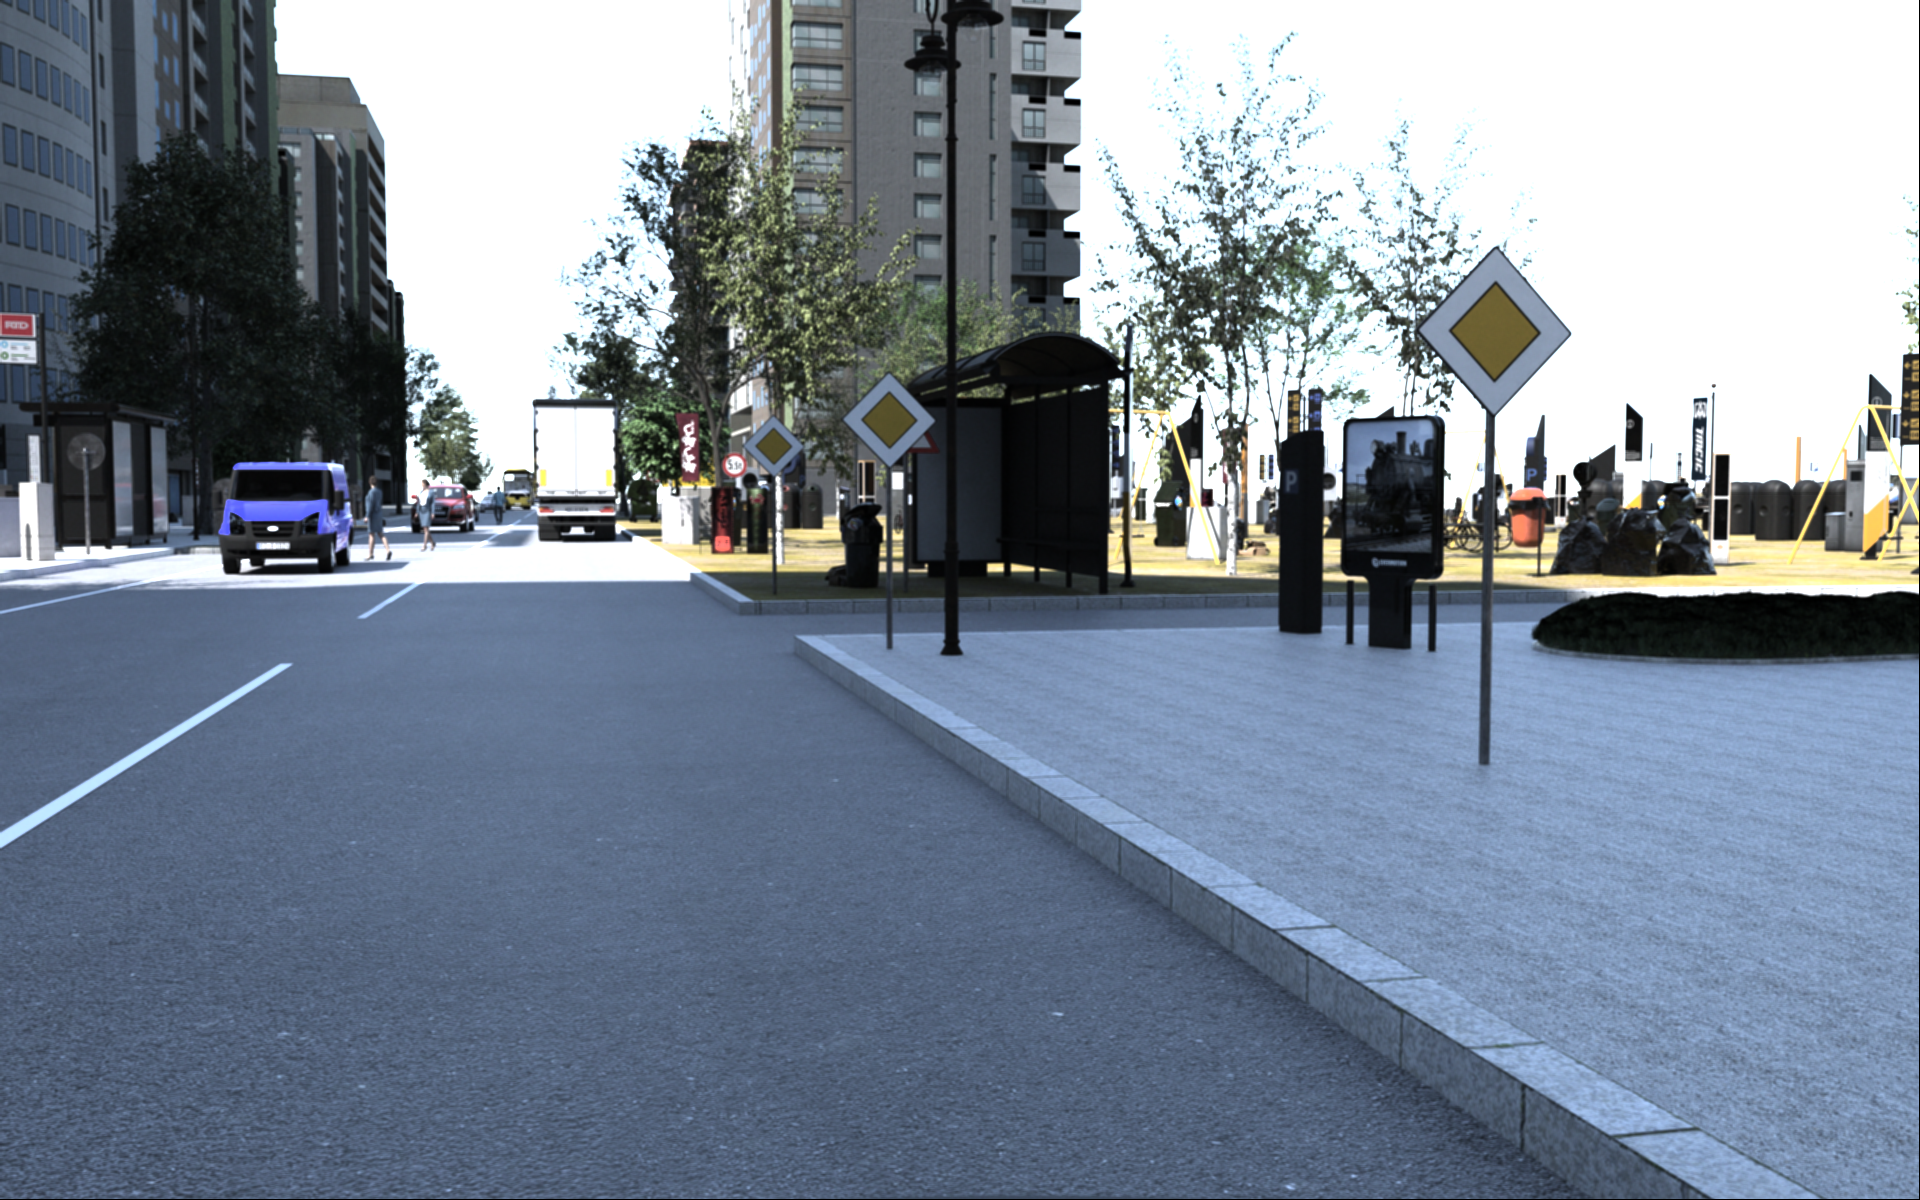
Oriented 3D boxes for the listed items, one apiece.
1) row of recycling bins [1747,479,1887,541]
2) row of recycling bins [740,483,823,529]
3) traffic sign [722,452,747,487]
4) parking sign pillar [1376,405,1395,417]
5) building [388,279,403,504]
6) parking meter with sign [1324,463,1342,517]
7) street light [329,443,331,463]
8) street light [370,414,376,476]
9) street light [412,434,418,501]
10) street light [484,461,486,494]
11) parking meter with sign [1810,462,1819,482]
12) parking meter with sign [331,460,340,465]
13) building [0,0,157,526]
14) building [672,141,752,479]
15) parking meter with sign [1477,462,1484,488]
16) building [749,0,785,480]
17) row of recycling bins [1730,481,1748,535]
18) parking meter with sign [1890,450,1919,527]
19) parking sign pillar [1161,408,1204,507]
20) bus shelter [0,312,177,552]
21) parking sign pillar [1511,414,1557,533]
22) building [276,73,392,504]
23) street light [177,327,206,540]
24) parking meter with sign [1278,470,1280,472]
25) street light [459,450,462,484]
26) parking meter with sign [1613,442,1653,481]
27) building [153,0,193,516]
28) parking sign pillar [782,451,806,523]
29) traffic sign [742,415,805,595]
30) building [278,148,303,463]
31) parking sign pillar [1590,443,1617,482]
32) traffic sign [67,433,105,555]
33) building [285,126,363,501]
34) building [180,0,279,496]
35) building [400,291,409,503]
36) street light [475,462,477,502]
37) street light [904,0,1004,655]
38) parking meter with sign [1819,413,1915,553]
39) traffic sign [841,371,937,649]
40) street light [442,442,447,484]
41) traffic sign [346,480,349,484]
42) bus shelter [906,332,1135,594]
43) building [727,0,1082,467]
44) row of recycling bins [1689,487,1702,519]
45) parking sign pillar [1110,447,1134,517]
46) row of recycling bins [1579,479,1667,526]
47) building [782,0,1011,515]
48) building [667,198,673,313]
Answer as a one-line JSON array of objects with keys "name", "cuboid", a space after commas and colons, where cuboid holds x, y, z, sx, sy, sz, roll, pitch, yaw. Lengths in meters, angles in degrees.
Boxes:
[{"name": "row of recycling bins", "cuboid": [23.840, -2.492, 47.853, 3.534, 1.692, 1.069, 0, 4, -2]}, {"name": "row of recycling bins", "cuboid": [-6.746, -3.483, 64.064, 3.534, 1.692, 1.069, 1, 4, 14]}, {"name": "traffic sign", "cuboid": [-6.904, -3.241, 53.102, 0.768, 2.556, 0.104, -1, 4, -12]}, {"name": "parking sign pillar", "cuboid": [12.438, -3.910, 52.393, 1.447, 3.967, 1.447, 0, 4, 6]}, {"name": "building", "cuboid": [-80.106, -27.543, 222.021, 14.160, 30.474, 14.107, -1, 4, -13]}, {"name": "parking meter with sign", "cuboid": [20.710, -6.143, 96.694, 0.543, 3.016, 1.738, -1, 4, -19]}, {"name": "street light", "cuboid": [-27.920, -6.358, 76.748, 0.468, 5.910, 1.993, -1, 4, -13]}, {"name": "street light", "cuboid": [-31.863, -7.418, 94.070, 0.468, 5.910, 1.993, -1, 4, -13]}, {"name": "street light", "cuboid": [-38.350, -9.143, 122.281, 0.468, 5.910, 1.993, -1, 4, -13]}, {"name": "street light", "cuboid": [-63.731, -15.895, 232.667, 0.468, 5.910, 1.993, -1, 4, -13]}, {"name": "parking meter with sign", "cuboid": [46.310, -5.893, 92.615, 0.543, 3.016, 1.738, -1, 4, -19]}, {"name": "parking meter with sign", "cuboid": [-32.392, -5.643, 88.523, 1.738, 3.016, 0.543, 3, 5, 40]}, {"name": "building", "cuboid": [-46.550, -32.197, 68.427, 21.231, 58.520, 28.212, -1, 4, -13]}, {"name": "building", "cuboid": [-22.761, -34.163, 213.183, 22.147, 44.769, 28.867, -1, 4, -13]}, {"name": "parking meter with sign", "cuboid": [28.766, -5.938, 93.355, 0.543, 3.016, 1.738, -3, 5, -43]}, {"name": "building", "cuboid": [-7.870, -29.259, 128.496, 14.600, 45.320, 14.200, -1, 4, -13]}, {"name": "row of recycling bins", "cuboid": [25.307, -2.968, 55.634, 1.069, 1.692, 3.534, 3, 4, 37]}, {"name": "parking meter with sign", "cuboid": [39.675, -4.647, 72.239, 1.738, 3.016, 0.543, 3, 5, 44]}, {"name": "parking sign pillar", "cuboid": [6.960, -4.023, 54.251, 1.447, 3.967, 1.447, -1, 4, -20]}, {"name": "bus shelter", "cuboid": [-20.680, -3.879, 41.046, 2.179, 5.291, 8.768, -1, 4, -13]}, {"name": "parking sign pillar", "cuboid": [19.210, -4.244, 57.854, 1.447, 3.967, 1.447, 2, 4, 27]}, {"name": "building", "cuboid": [-79.294, -35.454, 203.373, 21.300, 48.544, 21.600, -1, 4, -13]}, {"name": "street light", "cuboid": [-21.274, -4.604, 48.067, 0.468, 5.910, 1.993, -1, 4, -13]}, {"name": "parking meter with sign", "cuboid": [17.785, -5.921, 93.075, 0.543, 3.016, 1.738, 3, 5, 44]}, {"name": "street light", "cuboid": [-50.546, -12.374, 175.096, 0.468, 5.910, 1.993, -1, 4, -13]}, {"name": "parking meter with sign", "cuboid": [22.327, -3.792, 58.266, 1.738, 3.016, 0.543, 1, 4, 18]}, {"name": "building", "cuboid": [-51.393, -27.198, 94.794, 14.600, 45.320, 14.200, -1, 4, -13]}, {"name": "parking sign pillar", "cuboid": [-7.530, -5.470, 77.899, 1.447, 3.967, 1.447, 3, 5, 42]}, {"name": "traffic sign", "cuboid": [-2.371, -1.127, 22.072, 0.795, 2.450, 0.064, -1, 4, -13]}, {"name": "building", "cuboid": [-60.724, -22.349, 137.100, 14.160, 30.474, 14.107, -1, 4, -13]}, {"name": "parking sign pillar", "cuboid": [34.083, -6.322, 91.831, 1.447, 3.967, 1.447, 2, 4, 30]}, {"name": "traffic sign", "cuboid": [-18.280, -2.210, 36.246, 0.768, 2.556, 0.104, 0, 4, -6]}, {"name": "building", "cuboid": [-72.938, -30.776, 186.779, 14.154, 41.232, 14.086, -1, 4, -13]}, {"name": "building", "cuboid": [-56.673, -26.877, 123.026, 14.154, 41.232, 14.086, -1, 4, -13]}, {"name": "building", "cuboid": [-83.269, -28.382, 235.744, 14.160, 30.474, 14.107, -1, 4, -13]}, {"name": "street light", "cuboid": [-56.990, -14.118, 203.615, 0.468, 5.910, 1.993, -1, 4, -13]}, {"name": "street light", "cuboid": [-0.066, -2.501, 13.677, 0.468, 5.910, 1.993, -1, 4, -13]}, {"name": "parking meter with sign", "cuboid": [19.986, -2.566, 38.223, 0.543, 3.016, 1.738, -2, 4, -26]}, {"name": "traffic sign", "cuboid": [-0.586, -0.651, 14.288, 0.795, 2.450, 0.064, -1, 4, -13]}, {"name": "street light", "cuboid": [-44.988, -10.906, 151.101, 0.468, 5.910, 1.993, -1, 4, -13]}, {"name": "traffic sign", "cuboid": [-32.124, -5.487, 89.714, 0.884, 2.594, 0.081, 0, 4, -7]}, {"name": "bus shelter", "cuboid": [0.596, -1.861, 24.356, 2.014, 3.302, 5.546, -1, 4, -13]}, {"name": "building", "cuboid": [-5.394, -34.325, 150.456, 28.713, 52.752, 27.495, -1, 4, -13]}, {"name": "row of recycling bins", "cuboid": [38.394, -5.028, 89.317, 3.534, 1.692, 1.069, -2, 4, -25]}, {"name": "parking sign pillar", "cuboid": [9.302, -6.784, 99.383, 1.447, 3.967, 1.447, 0, 4, 3]}, {"name": "row of recycling bins", "cuboid": [18.538, -2.505, 48.075, 3.534, 1.692, 1.069, -2, 4, -34]}, {"name": "building", "cuboid": [-4.932, -26.374, 114.811, 14.154, 41.232, 14.086, -1, 4, -13]}, {"name": "building", "cuboid": [-29.197, -35.881, 241.272, 22.147, 44.769, 28.867, -1, 4, -13]}]
